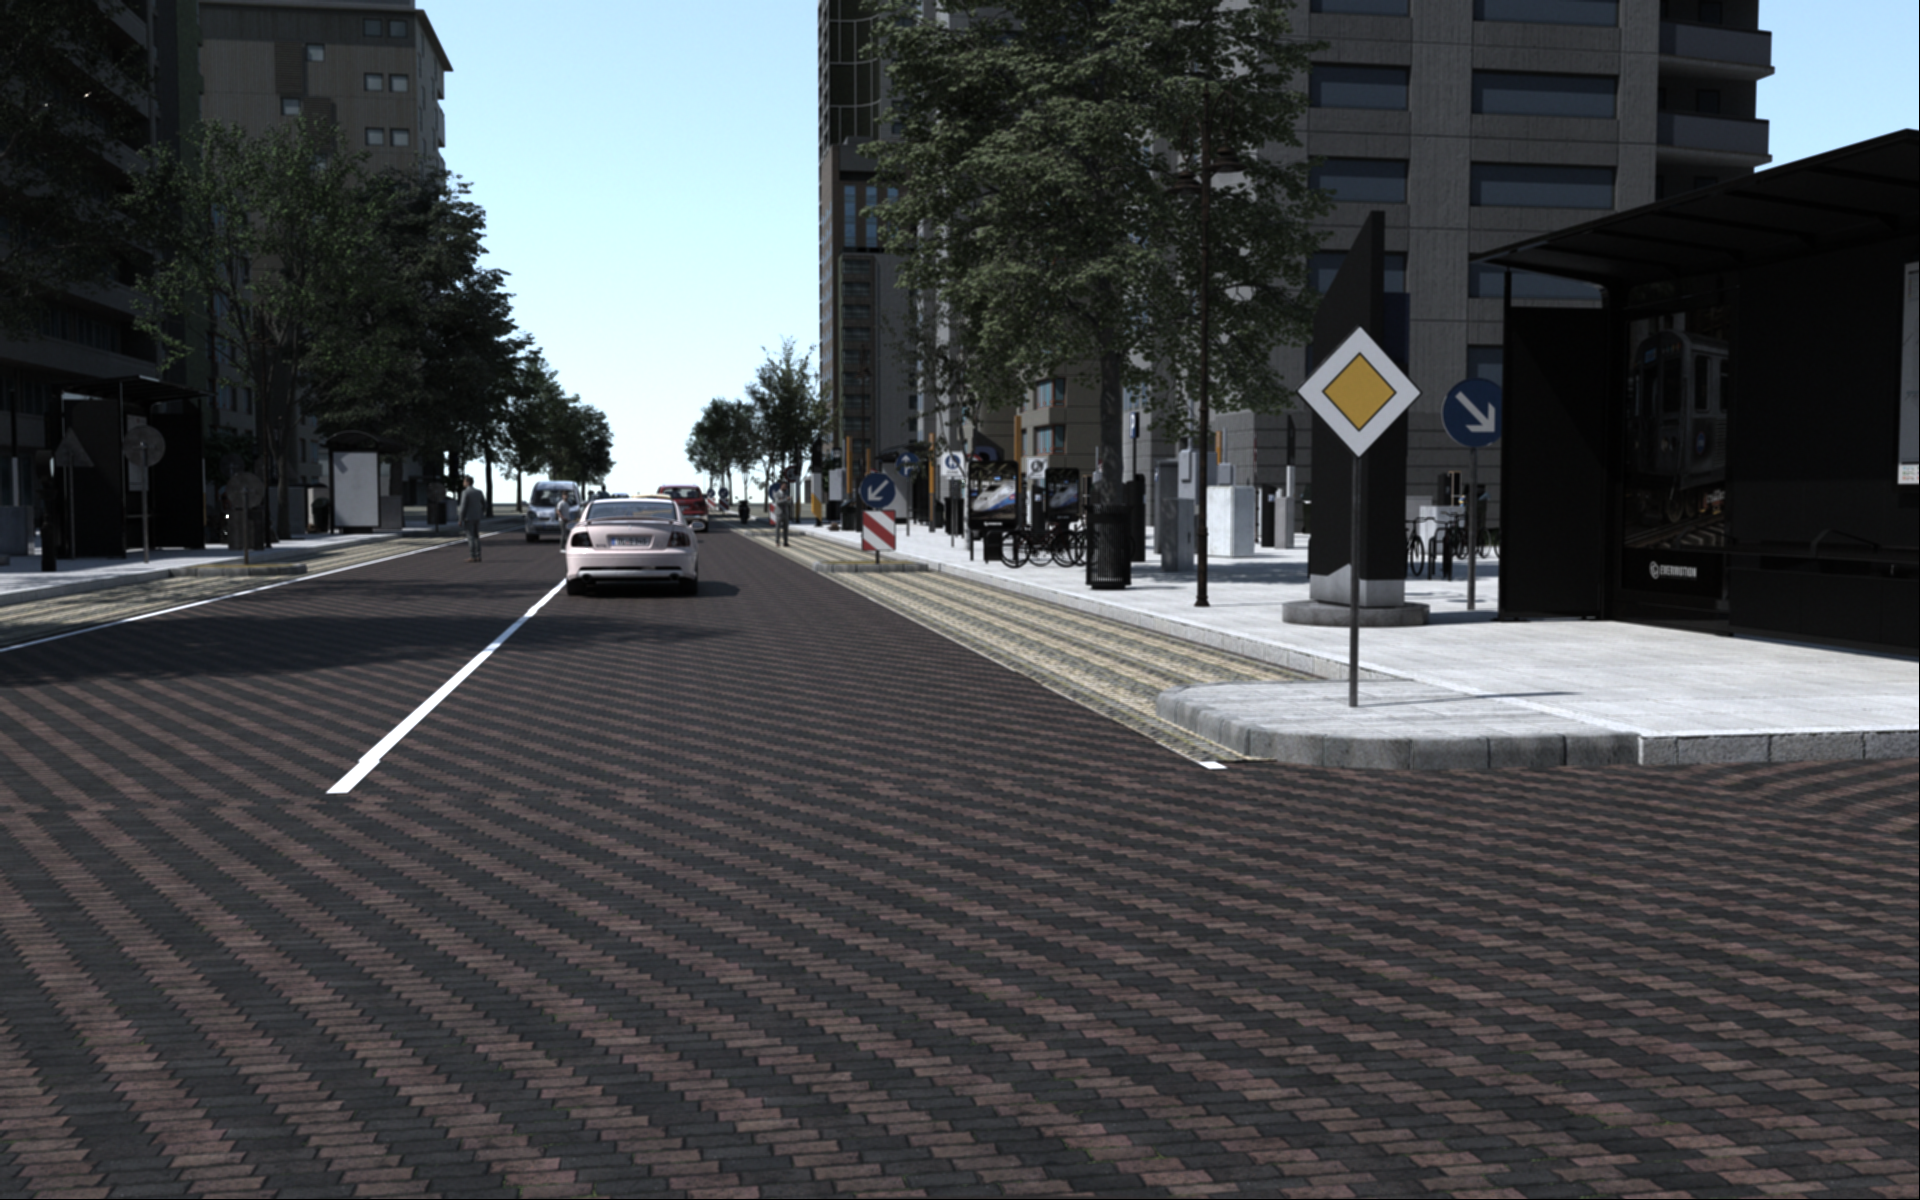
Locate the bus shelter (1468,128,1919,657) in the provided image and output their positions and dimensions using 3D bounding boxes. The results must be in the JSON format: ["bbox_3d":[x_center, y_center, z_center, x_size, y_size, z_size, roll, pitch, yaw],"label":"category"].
[{"bbox_3d":[6.403,-1.413,14.386,1.731,3.624,6.357,-1,4,-10],"label":"bus shelter"}]

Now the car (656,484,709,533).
[{"bbox_3d":[-10.693,-3.495,65.817,2.281,1.827,5.304,-1,4,-12],"label":"car"}]

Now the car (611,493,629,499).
[{"bbox_3d":[-25.877,-7.475,131.802,1.945,1.707,3.694,0,4,-8],"label":"car"}]

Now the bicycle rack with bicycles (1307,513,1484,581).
[{"bbox_3d":[6.577,-0.830,26.954,2.852,0.926,2.925,1,4,18],"label":"bicycle rack with bicycles"}]

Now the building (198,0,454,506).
[{"bbox_3d":[-70.295,-36.522,186.368,28.713,52.752,27.495,-1,4,-10],"label":"building"}]

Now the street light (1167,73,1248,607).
[{"bbox_3d":[2.766,-2.864,19.610,0.468,5.910,1.993,-1,4,-10],"label":"street light"}]

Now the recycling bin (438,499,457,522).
[{"bbox_3d":[-23.954,-4.175,80.815,0.722,1.027,0.722,1,4,18],"label":"recycling bin"}]

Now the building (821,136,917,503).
[{"bbox_3d":[-9.816,-34.713,217.664,14.600,45.320,14.200,-1,4,-10],"label":"building"}]

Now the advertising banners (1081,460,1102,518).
[{"bbox_3d":[6.326,-5.562,87.123,2.074,3.025,0.090,1,4,12],"label":"advertising banners"}]

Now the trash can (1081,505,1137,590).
[{"bbox_3d":[2.001,-0.713,23.308,0.748,1.137,0.748,0,3,0],"label":"trash can"}]

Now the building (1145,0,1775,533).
[{"bbox_3d":[17.507,-32.310,70.262,21.231,58.520,28.212,-1,4,-10],"label":"building"}]

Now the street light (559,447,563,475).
[{"bbox_3d":[-38.171,-11.795,165.641,0.468,5.910,1.993,-1,4,-10],"label":"street light"}]

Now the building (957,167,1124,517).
[{"bbox_3d":[15.894,-16.090,108.112,27.650,21.520,28.899,-1,4,-10],"label":"building"}]

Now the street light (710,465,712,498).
[{"bbox_3d":[-30.078,-14.469,209.352,0.468,5.910,1.993,-1,4,-10],"label":"street light"}]

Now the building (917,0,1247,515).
[{"bbox_3d":[7.207,-36.246,134.621,21.231,58.520,28.212,-1,4,-10],"label":"building"}]

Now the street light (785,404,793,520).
[{"bbox_3d":[-8.279,-6.816,84.233,0.468,5.910,1.993,-1,4,-10],"label":"street light"}]

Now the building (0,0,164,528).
[{"bbox_3d":[-45.011,-27.030,65.650,21.300,48.544,21.600,-1,4,-10],"label":"building"}]

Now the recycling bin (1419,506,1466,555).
[{"bbox_3d":[10.210,-1.475,36.664,0.722,1.027,0.722,-1,4,-12],"label":"recycling bin"}]

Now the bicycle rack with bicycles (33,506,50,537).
[{"bbox_3d":[-27.782,-2.262,50.361,2.852,0.926,2.925,-2,4,-25],"label":"bicycle rack with bicycles"}]

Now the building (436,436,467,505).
[{"bbox_3d":[-77.141,-31.790,211.646,32.217,40.220,23.993,-1,4,-10],"label":"building"}]

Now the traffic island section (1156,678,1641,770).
[{"bbox_3d":[2.389,0.724,10.451,2.009,0.180,2.903,-1,4,-10],"label":"traffic island section"}]

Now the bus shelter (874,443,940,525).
[{"bbox_3d":[-2.197,-4.739,71.407,2.014,3.302,5.546,-1,4,-10],"label":"bus shelter"}]

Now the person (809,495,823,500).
[{"bbox_3d":[-13.786,-9.590,165.302,1.348,1.823,0.705,0,4,6],"label":"person"}]

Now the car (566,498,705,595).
[{"bbox_3d":[-4.877,-0.833,25.987,2.083,1.381,4.827,-1,4,-9],"label":"car"}]

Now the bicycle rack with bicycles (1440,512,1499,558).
[{"bbox_3d":[10.410,-1.266,34.083,2.925,0.926,2.852,-3,5,-42],"label":"bicycle rack with bicycles"}]

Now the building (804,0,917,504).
[{"bbox_3d":[-10.196,-48.697,234.440,20.563,71.187,20.611,-1,4,-10],"label":"building"}]

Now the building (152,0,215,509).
[{"bbox_3d":[-46.278,-24.554,85.057,14.154,41.232,14.086,-1,4,-10],"label":"building"}]

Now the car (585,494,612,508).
[{"bbox_3d":[-21.909,-5.829,105.522,2.015,1.641,3.980,-1,4,-8],"label":"car"}]

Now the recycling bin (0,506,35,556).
[{"bbox_3d":[-19.806,-1.444,36.166,0.722,1.027,0.722,-1,4,-17],"label":"recycling bin"}]

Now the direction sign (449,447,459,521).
[{"bbox_3d":[-23.925,-5.497,81.880,0.379,3.537,0.876,-3,5,-44],"label":"direction sign"}]

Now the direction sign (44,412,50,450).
[{"bbox_3d":[-24.921,-3.409,47.741,0.876,3.537,0.379,2,4,31],"label":"direction sign"}]

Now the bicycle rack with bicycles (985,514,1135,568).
[{"bbox_3d":[1.778,-1.093,31.257,2.925,0.926,2.852,-1,4,-15],"label":"bicycle rack with bicycles"}]

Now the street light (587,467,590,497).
[{"bbox_3d":[-49.400,-15.770,230.631,0.468,5.910,1.993,-1,4,-10],"label":"street light"}]

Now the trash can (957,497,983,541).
[{"bbox_3d":[0.355,-2.216,47.883,0.748,1.137,0.748,0,3,0],"label":"trash can"}]

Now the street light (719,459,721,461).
[{"bbox_3d":[-24.384,-12.507,177.278,0.468,5.910,1.993,-1,4,-10],"label":"street light"}]

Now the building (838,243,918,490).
[{"bbox_3d":[-7.499,-26.437,203.950,14.160,30.474,14.107,-1,4,-10],"label":"building"}]

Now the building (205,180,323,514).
[{"bbox_3d":[-56.344,-15.942,105.692,27.650,21.520,28.899,-1,4,-10],"label":"building"}]

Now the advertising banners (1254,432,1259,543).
[{"bbox_3d":[7.838,-3.034,45.786,0.090,3.025,2.074,0,4,8],"label":"advertising banners"}]

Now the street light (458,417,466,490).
[{"bbox_3d":[-24.090,-6.802,84.007,0.468,5.910,1.993,-1,4,-10],"label":"street light"}]

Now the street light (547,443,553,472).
[{"bbox_3d":[-35.498,-10.835,149.934,0.468,5.910,1.993,-1,4,-10],"label":"street light"}]

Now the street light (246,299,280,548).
[{"bbox_3d":[-16.536,-4.186,41.221,0.468,5.910,1.993,-1,4,-10],"label":"street light"}]

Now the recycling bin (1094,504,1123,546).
[{"bbox_3d":[3.681,-1.791,41.834,0.722,1.027,0.722,-1,4,-19],"label":"recycling bin"}]

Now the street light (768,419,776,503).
[{"bbox_3d":[-10.198,-7.453,94.643,0.468,5.910,1.993,-1,4,-10],"label":"street light"}]

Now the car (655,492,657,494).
[{"bbox_3d":[-34.832,-11.560,198.601,1.945,1.707,3.694,-1,4,-12],"label":"car"}]

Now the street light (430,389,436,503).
[{"bbox_3d":[-22.216,-6.139,73.166,0.468,5.910,1.993,-1,4,-10],"label":"street light"}]

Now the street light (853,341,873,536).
[{"bbox_3d":[-2.916,-4.859,52.234,0.468,5.910,1.993,-1,4,-10],"label":"street light"}]

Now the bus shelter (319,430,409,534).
[{"bbox_3d":[-19.749,-3.899,57.680,2.014,3.302,5.546,-1,4,-10],"label":"bus shelter"}]

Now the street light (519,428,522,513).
[{"bbox_3d":[-29.795,-8.843,117.370,0.468,5.910,1.993,-1,4,-10],"label":"street light"}]

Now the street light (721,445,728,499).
[{"bbox_3d":[-21.489,-11.439,159.815,0.468,5.910,1.993,-1,4,-10],"label":"street light"}]

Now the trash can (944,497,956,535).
[{"bbox_3d":[-0.165,-2.629,54.642,0.748,1.137,0.748,0,3,0],"label":"trash can"}]

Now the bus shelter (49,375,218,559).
[{"bbox_3d":[-17.550,-2.804,37.133,1.731,3.624,6.357,-1,4,-10],"label":"bus shelter"}]

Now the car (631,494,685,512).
[{"bbox_3d":[-9.288,-2.564,52.147,2.015,1.641,3.980,-1,4,-11],"label":"car"}]

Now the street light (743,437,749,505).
[{"bbox_3d":[-15.773,-9.459,127.449,0.468,5.910,1.993,-1,4,-10],"label":"street light"}]
